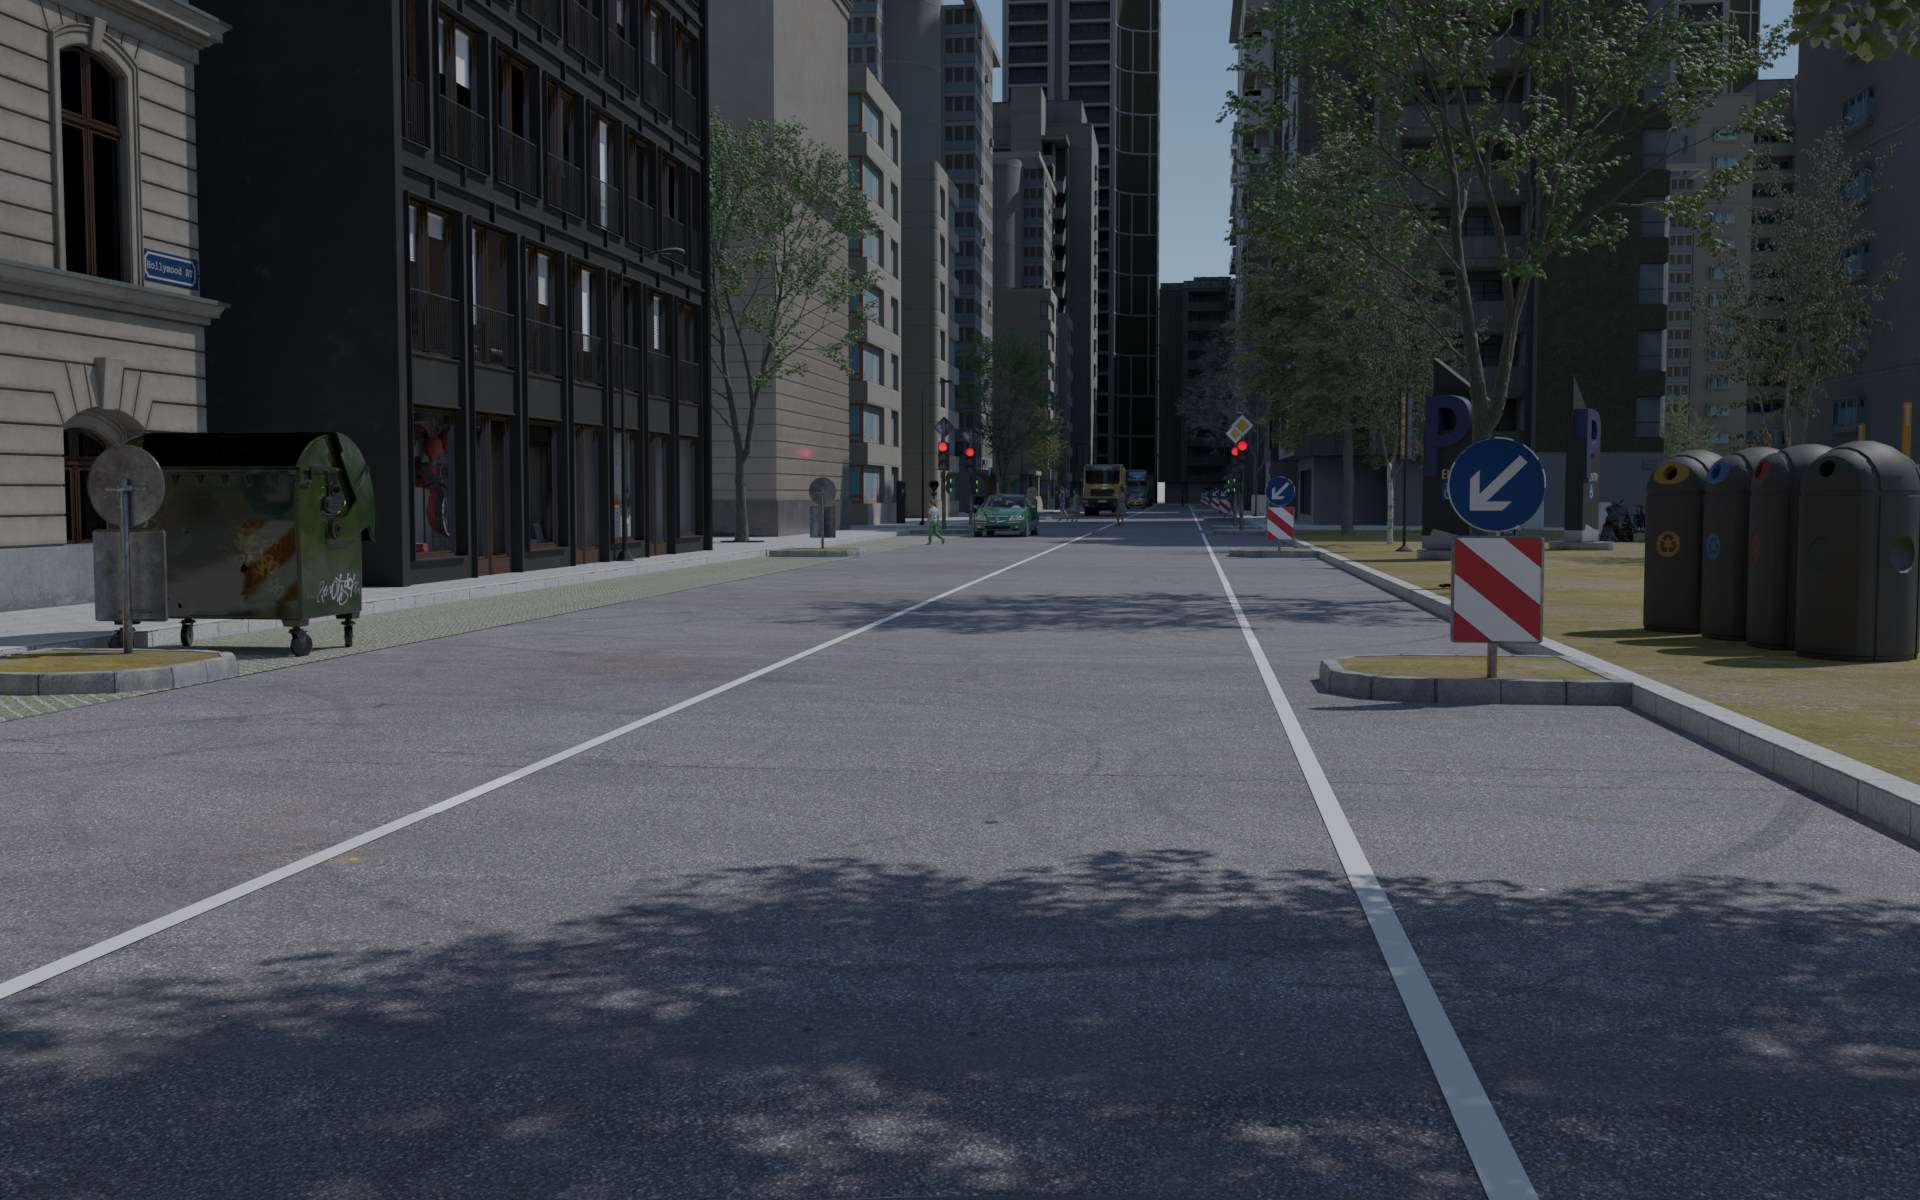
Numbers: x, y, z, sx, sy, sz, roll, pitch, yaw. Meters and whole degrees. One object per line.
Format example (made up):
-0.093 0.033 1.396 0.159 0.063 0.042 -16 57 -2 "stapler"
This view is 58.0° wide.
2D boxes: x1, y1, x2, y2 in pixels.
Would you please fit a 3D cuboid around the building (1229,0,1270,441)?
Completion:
41.387 -35.662 172.314 28.713 52.752 27.495 0 4 7 "building"

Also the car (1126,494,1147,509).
16.772 -9.455 164.816 2.015 1.641 3.980 0 4 8 "car"

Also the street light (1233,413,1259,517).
16.349 -7.717 98.710 1.470 5.913 1.316 0 4 7 "street light"

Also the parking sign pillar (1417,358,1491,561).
9.713 -2.778 33.899 1.447 3.967 1.447 -2 4 -35 "parking sign pillar"

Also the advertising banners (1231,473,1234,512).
19.800 -7.922 125.710 0.090 3.025 2.074 0 4 1 "advertising banners"

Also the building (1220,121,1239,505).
42.710 -35.603 201.716 23.786 49.044 30.456 0 4 7 "building"

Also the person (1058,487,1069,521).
5.410 -5.040 90.927 0.654 1.822 0.581 1 4 16 "person"

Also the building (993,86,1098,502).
5.709 -35.931 211.168 21.600 48.544 21.300 0 4 7 "building"

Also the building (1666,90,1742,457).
92.493 -35.237 199.825 21.600 48.544 21.300 0 4 7 "building"

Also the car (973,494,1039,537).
1.611 -2.897 59.164 2.131 1.459 4.920 1 4 9 "car"

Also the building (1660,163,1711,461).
68.558 -30.954 197.980 23.993 40.220 32.217 0 4 7 "building"

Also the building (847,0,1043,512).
-10.458 -26.690 128.257 32.217 40.220 23.993 0 4 7 "building"

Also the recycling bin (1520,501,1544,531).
20.006 -2.936 60.558 0.722 1.027 0.722 1 4 14 "recycling bin"

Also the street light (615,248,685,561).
-5.883 -3.692 32.900 1.470 5.913 1.316 0 4 7 "street light"

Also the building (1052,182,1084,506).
-2.802 -30.316 187.549 32.217 40.220 23.993 0 4 7 "building"

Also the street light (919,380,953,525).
-0.989 -6.001 70.658 1.470 5.913 1.316 0 4 7 "street light"

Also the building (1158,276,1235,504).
33.697 -28.230 233.259 14.107 30.474 14.160 0 4 7 "building"

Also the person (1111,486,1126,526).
7.016 -4.163 76.916 0.532 1.782 0.716 -2 4 -31 "person"

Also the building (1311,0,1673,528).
20.943 -18.436 73.133 14.107 30.474 14.160 0 4 7 "building"

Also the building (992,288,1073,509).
-4.237 -19.367 161.689 27.650 21.520 28.899 0 4 7 "building"

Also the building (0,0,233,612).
-17.137 -11.437 6.079 14.460 24.649 34.723 0 4 7 "building"

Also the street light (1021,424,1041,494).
4.626 -8.676 114.401 1.470 5.913 1.316 0 4 7 "street light"

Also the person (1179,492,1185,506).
26.277 -11.974 204.958 0.721 1.739 1.217 -1 4 -22 "person"

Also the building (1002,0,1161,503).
16.808 -48.839 236.765 20.611 71.187 20.563 0 4 7 "building"

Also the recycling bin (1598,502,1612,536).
19.756 -2.527 53.871 0.722 1.027 0.722 -2 4 -24 "recycling bin"

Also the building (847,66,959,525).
-15.628 -14.760 86.368 27.650 21.520 28.899 0 4 7 "building"

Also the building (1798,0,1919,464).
46.712 -27.313 70.266 21.600 48.544 21.300 0 4 7 "building"

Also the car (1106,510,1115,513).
10.990 -7.391 132.643 2.131 1.459 4.920 0 4 7 "car"

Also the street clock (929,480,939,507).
-1.314 -5.058 87.276 0.471 2.002 0.358 -1 4 -23 "street clock"

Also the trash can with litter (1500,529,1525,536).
15.770 -2.438 50.922 2.233 1.210 1.678 -2 4 -29 "trash can with litter"

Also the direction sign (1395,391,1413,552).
9.927 -2.851 38.609 0.379 3.537 0.876 2 4 31 "direction sign"

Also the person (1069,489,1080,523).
5.795 -4.728 86.800 0.522 1.701 0.512 2 4 27 "person"

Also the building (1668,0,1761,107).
93.157 -48.289 227.771 20.611 71.187 20.563 0 4 7 "building"

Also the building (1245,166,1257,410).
32.329 -23.335 153.227 14.160 30.474 14.107 0 4 7 "building"

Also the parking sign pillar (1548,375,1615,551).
14.359 -3.146 39.914 1.447 3.967 1.447 3 4 35 "parking sign pillar"

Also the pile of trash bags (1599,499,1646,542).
18.792 -2.229 46.189 3.447 1.369 1.912 3 5 39 "pile of trash bags"

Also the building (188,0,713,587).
-12.742 -12.357 31.712 12.332 23.373 15.834 0 4 7 "building"

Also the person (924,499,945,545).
-0.720 -2.201 48.733 0.590 1.304 0.306 1 4 20 "person"

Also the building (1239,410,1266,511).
32.312 -49.668 124.740 22.319 86.520 31.000 0 4 7 "building"

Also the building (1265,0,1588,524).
22.782 -19.375 88.489 14.160 30.474 14.107 0 4 7 "building"

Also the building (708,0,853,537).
-16.707 -15.962 58.245 25.104 27.353 12.463 0 4 7 "building"
